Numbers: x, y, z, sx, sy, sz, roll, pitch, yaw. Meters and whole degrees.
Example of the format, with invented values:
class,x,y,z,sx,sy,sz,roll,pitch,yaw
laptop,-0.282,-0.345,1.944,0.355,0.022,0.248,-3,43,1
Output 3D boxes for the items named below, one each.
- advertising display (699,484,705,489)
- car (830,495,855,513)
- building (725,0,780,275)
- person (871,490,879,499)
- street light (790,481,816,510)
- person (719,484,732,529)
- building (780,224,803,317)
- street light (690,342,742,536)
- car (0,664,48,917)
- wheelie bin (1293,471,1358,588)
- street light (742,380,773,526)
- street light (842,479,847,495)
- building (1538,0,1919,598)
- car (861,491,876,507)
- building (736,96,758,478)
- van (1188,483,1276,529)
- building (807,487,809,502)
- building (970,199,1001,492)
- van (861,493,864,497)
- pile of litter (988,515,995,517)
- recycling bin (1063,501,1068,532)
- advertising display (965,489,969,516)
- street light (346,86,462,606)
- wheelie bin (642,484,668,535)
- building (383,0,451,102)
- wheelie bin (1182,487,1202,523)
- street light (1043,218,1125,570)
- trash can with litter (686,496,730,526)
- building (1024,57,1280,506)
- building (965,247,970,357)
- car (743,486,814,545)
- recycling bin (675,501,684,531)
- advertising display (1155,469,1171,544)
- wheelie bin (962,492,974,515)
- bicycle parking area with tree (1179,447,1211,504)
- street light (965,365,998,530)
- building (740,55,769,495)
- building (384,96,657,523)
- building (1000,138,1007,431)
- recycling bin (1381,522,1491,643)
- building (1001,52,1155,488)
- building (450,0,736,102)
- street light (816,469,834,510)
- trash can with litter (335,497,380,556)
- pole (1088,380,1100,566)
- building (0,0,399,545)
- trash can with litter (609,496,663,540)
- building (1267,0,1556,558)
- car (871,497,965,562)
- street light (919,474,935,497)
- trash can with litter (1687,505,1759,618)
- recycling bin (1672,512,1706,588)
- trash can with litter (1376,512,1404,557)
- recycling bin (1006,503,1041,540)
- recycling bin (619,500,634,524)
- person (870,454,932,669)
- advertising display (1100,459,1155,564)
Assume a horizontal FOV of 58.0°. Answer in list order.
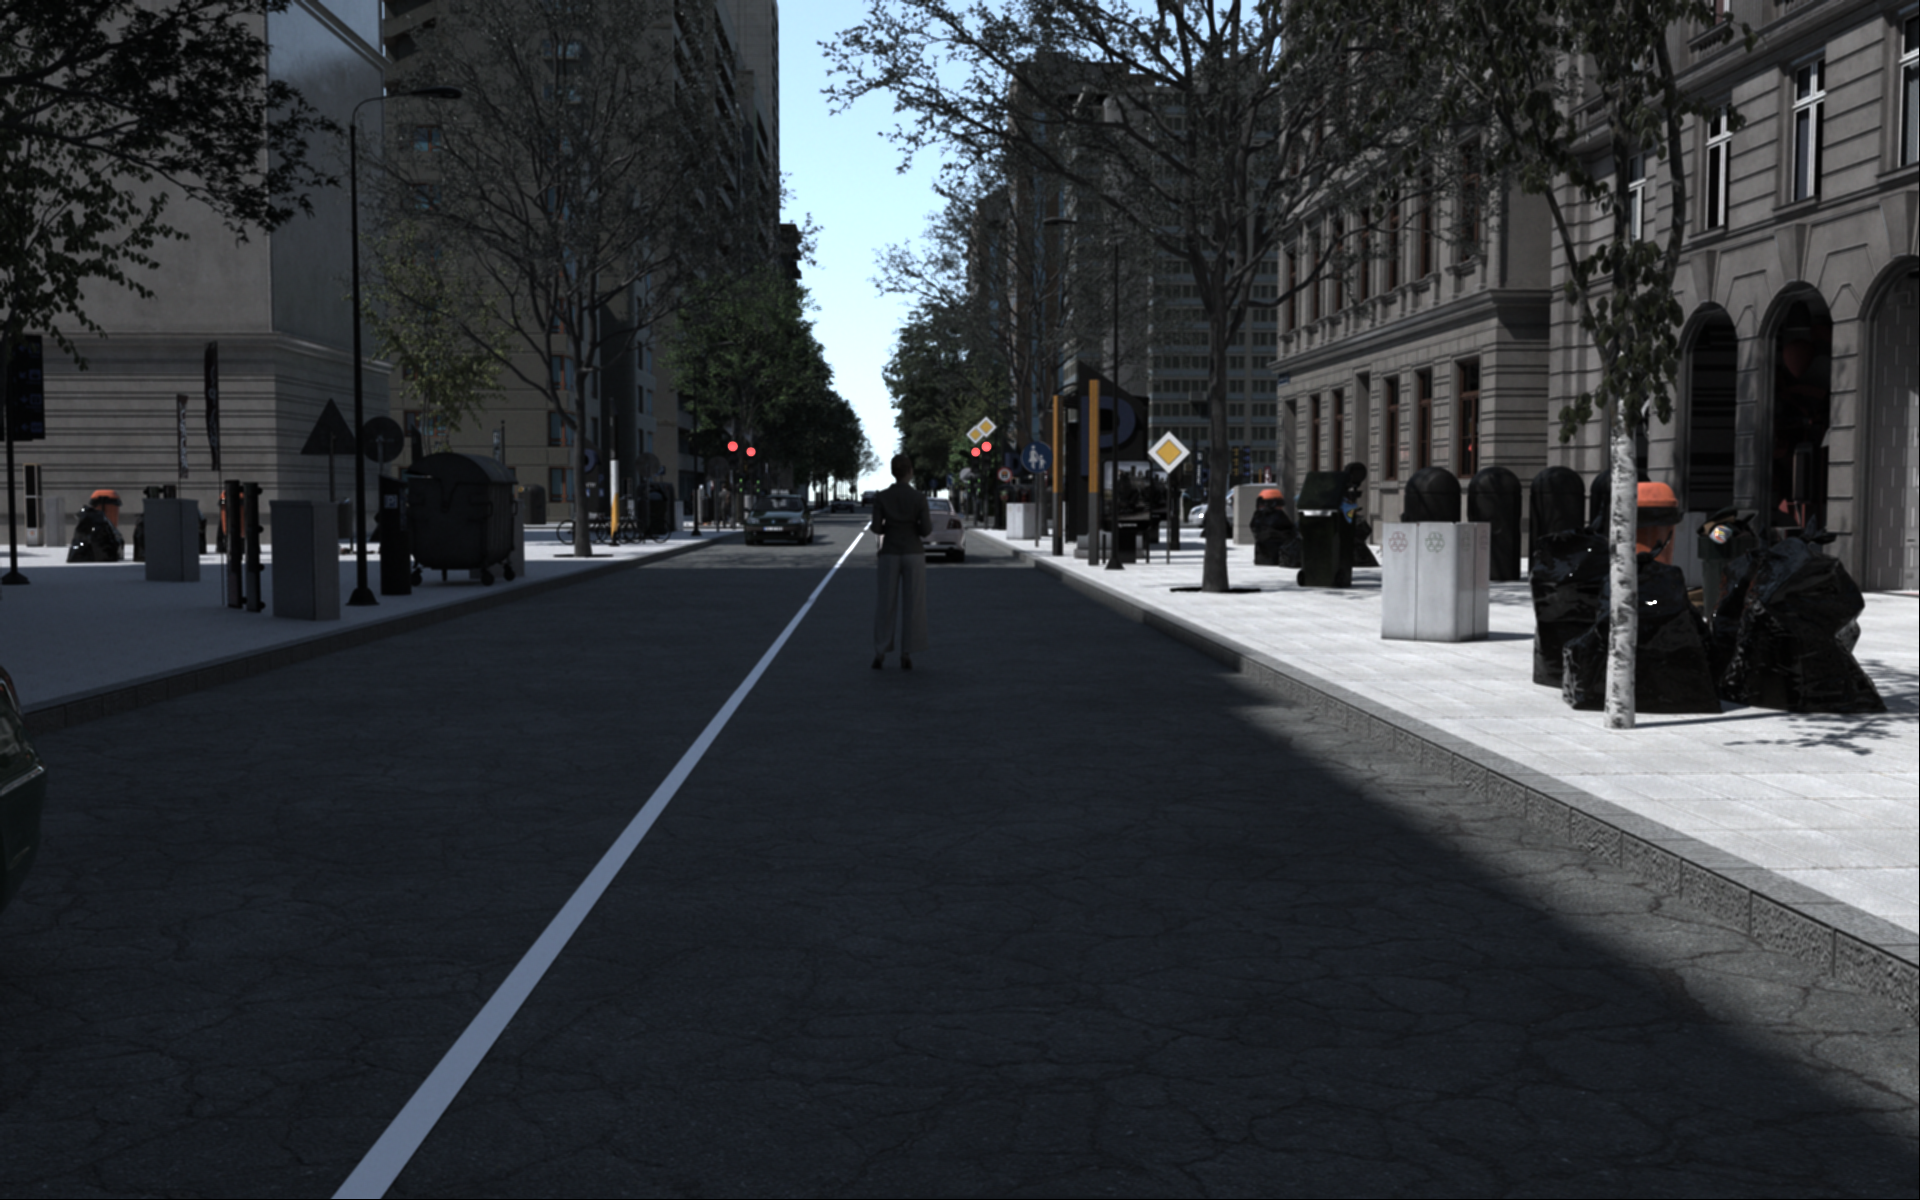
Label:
class,x,y,z,sx,sy,sz,roll,pitch,yaw
advertising display,-17.010,-6.667,114.226,0.123,1.923,0.974,-1,4,-23
car,-9.027,-7.388,133.375,1.945,1.354,3.894,0,4,-2
building,-33.847,-49.393,245.832,20.563,71.187,20.611,0,4,-2
person,-8.493,-10.373,177.726,1.348,1.869,0.705,-3,4,-36
street light,-9.552,-8.006,103.444,1.470,5.913,1.316,0,4,-2
person,-8.934,-3.522,66.052,0.622,1.834,0.822,-1,4,-17
building,-36.085,-37.725,271.429,22.147,44.769,28.867,0,4,-2
street light,-7.547,-4.918,52.953,1.470,5.913,1.316,0,4,-2
car,-3.437,0.542,2.942,2.131,1.459,4.920,0,4,-2
wheelie bin,5.069,-0.984,23.995,0.980,1.594,0.693,3,4,38
street light,-8.290,-5.983,70.368,1.470,5.913,1.316,0,4,-2
street light,-12.536,-12.655,179.457,1.470,5.913,1.316,0,4,-2
building,17.515,-10.973,21.211,13.314,21.916,24.055,0,4,-2
car,-10.198,-11.559,197.654,2.281,1.827,5.304,0,4,-2
building,-27.658,-29.920,172.794,14.154,41.232,14.086,0,4,-2
van,10.829,-3.636,66.456,4.112,2.044,2.013,0,4,-1
building,-33.111,-31.937,293.876,14.160,30.474,14.107,0,4,-2
building,9.298,-36.985,254.822,14.600,45.320,14.200,0,4,-2
van,-11.564,-13.015,219.812,2.013,2.044,4.112,0,4,-2
pile of litter,1.813,-5.172,98.522,1.176,0.858,1.719,-2,4,-24
recycling bin,3.984,-2.871,59.493,0.722,1.027,0.722,2,4,23
advertising display,0.390,-6.000,103.306,0.123,1.923,0.974,0,4,-7
street light,-6.371,-2.895,19.874,1.470,5.913,1.316,0,4,-2
wheelie bin,-9.584,-2.843,54.395,0.693,1.594,0.980,-2,4,-34
building,-30.662,-30.890,128.745,21.300,48.544,21.600,0,4,-2
wheelie bin,10.377,-4.276,77.828,0.980,1.594,0.693,-3,4,-36
street light,2.091,-3.471,29.284,1.470,5.913,1.316,0,4,-2
trash can with litter,-10.439,-3.788,72.985,2.233,1.210,1.678,0,4,-1
building,22.354,-28.544,158.570,32.217,40.220,23.993,0,4,-2
building,12.114,-38.900,290.643,22.147,44.769,28.867,0,4,-2
car,-5.150,-2.430,49.519,2.009,1.686,4.222,0,4,-1
recycling bin,-10.130,-2.942,60.651,0.722,1.027,0.722,1,4,11
advertising display,4.980,-2.428,44.905,0.974,1.923,0.123,0,4,-1
wheelie bin,0.560,-6.061,107.006,0.693,1.594,0.980,2,4,25
bicycle parking area with tree,12.578,-7.324,106.749,8.231,4.147,9.016,2,4,25
street light,0.765,-5.493,62.357,1.470,5.913,1.316,0,4,-2
building,-32.350,-34.649,190.211,21.300,48.544,21.600,0,4,-2
building,-31.813,-15.023,90.669,27.650,21.520,28.899,0,4,-2
building,16.048,-33.281,198.770,22.147,44.769,28.867,0,4,-2
recycling bin,4.215,-0.171,15.345,0.722,1.027,0.722,3,5,41
building,12.177,-32.231,177.092,14.600,45.320,14.200,0,4,-2
building,-31.466,-32.461,154.437,21.300,48.544,21.600,0,4,-2
street light,-10.868,-10.029,136.518,1.470,5.913,1.316,0,4,-2
trash can with litter,-12.863,-1.594,37.126,1.678,1.210,2.233,2,4,29
pole,2.402,-2.273,31.013,0.158,3.312,0.155,0,3,0
building,-27.284,-12.949,47.881,21.152,22.565,11.583,0,4,-2
trash can with litter,-9.221,-2.322,49.017,1.678,1.210,2.233,1,4,17
building,15.302,-12.713,44.011,11.583,22.565,21.152,0,4,-2
car,-0.900,-1.572,38.060,2.083,1.381,4.827,0,4,-3
street light,-2.881,-11.181,155.356,1.470,5.913,1.316,0,4,-2
trash can with litter,7.776,-0.404,17.999,0.624,1.170,1.055,-1,4,-15
recycling bin,9.734,-0.690,23.839,0.722,1.027,0.722,-2,4,-28
trash can with litter,9.022,-1.460,35.255,1.055,1.170,0.624,2,4,25
recycling bin,1.796,-2.222,48.887,0.722,1.027,0.722,-3,5,-41
recycling bin,-14.510,-3.816,74.952,0.722,1.027,0.722,-1,4,-19
person,-0.473,-0.316,14.222,0.519,1.759,0.362,0,4,6
advertising display,3.058,-1.631,31.887,0.974,1.923,0.123,-1,4,-14
